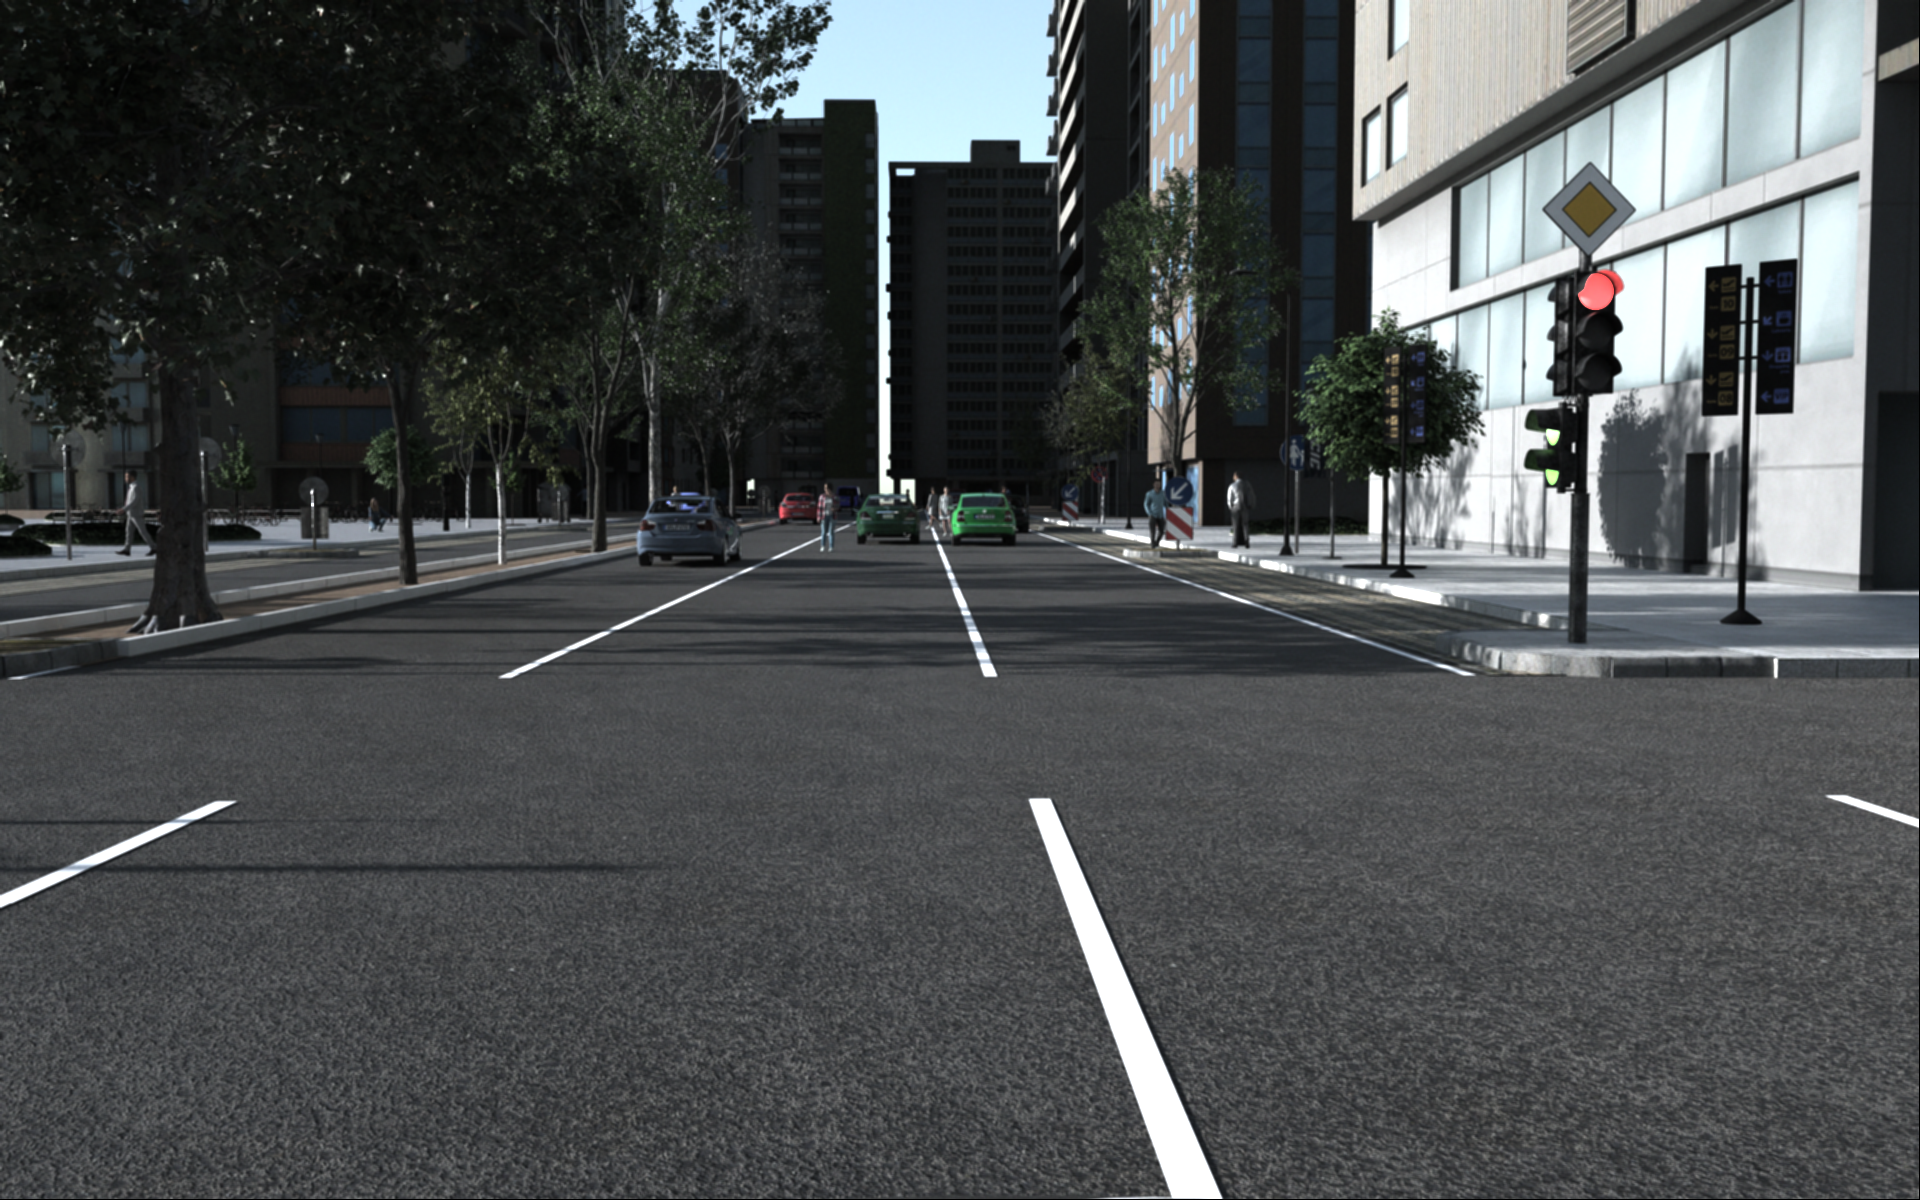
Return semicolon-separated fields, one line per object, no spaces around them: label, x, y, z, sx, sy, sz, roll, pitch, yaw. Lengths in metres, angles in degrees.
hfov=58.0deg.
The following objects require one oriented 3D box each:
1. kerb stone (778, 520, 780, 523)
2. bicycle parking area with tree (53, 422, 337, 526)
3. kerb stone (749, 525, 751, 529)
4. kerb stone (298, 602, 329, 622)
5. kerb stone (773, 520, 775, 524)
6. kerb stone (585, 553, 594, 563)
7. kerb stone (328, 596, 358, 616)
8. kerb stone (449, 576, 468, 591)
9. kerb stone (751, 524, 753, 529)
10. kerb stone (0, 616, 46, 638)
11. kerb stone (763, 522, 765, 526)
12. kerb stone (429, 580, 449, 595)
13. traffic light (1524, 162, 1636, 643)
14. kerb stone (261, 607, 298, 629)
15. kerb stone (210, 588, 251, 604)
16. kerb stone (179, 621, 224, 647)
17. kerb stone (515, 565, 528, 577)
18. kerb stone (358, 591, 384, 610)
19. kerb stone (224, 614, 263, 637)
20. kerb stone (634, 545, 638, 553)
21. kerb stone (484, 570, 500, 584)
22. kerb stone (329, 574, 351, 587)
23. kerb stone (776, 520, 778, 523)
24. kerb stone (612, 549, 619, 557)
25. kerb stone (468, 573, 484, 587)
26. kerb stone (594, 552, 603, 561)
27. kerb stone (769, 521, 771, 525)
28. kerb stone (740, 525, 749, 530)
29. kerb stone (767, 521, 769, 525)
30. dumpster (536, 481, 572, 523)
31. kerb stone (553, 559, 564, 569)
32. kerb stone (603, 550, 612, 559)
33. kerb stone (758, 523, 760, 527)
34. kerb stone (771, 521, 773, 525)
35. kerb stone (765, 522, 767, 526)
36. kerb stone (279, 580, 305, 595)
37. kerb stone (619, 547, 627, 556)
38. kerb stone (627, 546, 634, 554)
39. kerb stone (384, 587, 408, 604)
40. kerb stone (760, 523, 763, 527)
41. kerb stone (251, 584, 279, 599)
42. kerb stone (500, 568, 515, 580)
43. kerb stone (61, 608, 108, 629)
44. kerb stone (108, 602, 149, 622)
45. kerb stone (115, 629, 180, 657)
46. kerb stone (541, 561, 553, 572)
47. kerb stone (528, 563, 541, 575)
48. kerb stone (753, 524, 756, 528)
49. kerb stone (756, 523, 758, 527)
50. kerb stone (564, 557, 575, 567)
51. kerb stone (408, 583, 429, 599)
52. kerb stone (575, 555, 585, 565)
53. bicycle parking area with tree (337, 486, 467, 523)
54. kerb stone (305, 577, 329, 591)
kerb stone;-8.997;-3.805;84.405;0.120;0.150;1.000;0;4;-1
bicycle parking area with tree;-31.255;-5.040;69.401;9.016;4.147;8.231;3;5;41
kerb stone;-8.662;-2.928;70.066;0.120;0.150;1.000;0;4;-1
kerb stone;-7.471;0.146;19.800;0.120;0.150;1.000;0;4;-1
kerb stone;-8.926;-3.617;81.332;0.120;0.150;1.000;0;4;-1
kerb stone;-7.866;-0.852;36.230;0.120;0.150;1.000;0;4;-1
kerb stone;-7.497;0.086;20.822;0.120;0.150;1.000;0;4;-1
kerb stone;-7.608;-0.226;25.950;0.120;0.150;1.000;0;4;-1
kerb stone;-8.688;-2.990;71.088;0.120;0.150;1.000;0;4;-1
kerb stone;-9.521;0.275;17.700;0.120;0.150;1.000;0;4;-1
kerb stone;-8.808;-3.303;76.200;0.120;0.150;1.000;0;4;-1
kerb stone;-7.595;-0.167;24.927;0.120;0.150;1.000;0;4;-1
traffic light;5.314;-1.586;14.847;0.839;4.253;0.868;0;4;-1
kerb stone;-7.445;0.209;18.772;0.120;0.150;1.000;0;4;-1
kerb stone;-9.641;-0.038;22.844;0.120;0.150;1.000;0;4;-1
kerb stone;-7.395;0.334;16.728;0.120;0.150;1.000;0;4;-1
kerb stone;-7.708;-0.481;30.053;0.120;0.150;1.000;0;4;-1
kerb stone;-7.515;0.021;21.848;0.120;0.150;1.000;0;4;-1
kerb stone;-7.419;0.273;17.750;0.120;0.150;1.000;0;4;-1
kerb stone;-8.010;-1.229;42.367;0.120;0.150;1.000;0;4;-1
kerb stone;-7.670;-0.355;28.007;0.120;0.150;1.000;0;4;-1
kerb stone;-9.736;-0.290;26.938;0.120;0.150;1.000;0;4;-1
kerb stone;-8.975;-3.742;83.383;0.120;0.150;1.000;0;4;-1
kerb stone;-7.937;-1.040;39.298;0.120;0.150;1.000;0;4;-1
kerb stone;-7.639;-0.289;26.982;0.120;0.150;1.000;0;4;-1
kerb stone;-7.885;-0.921;37.252;0.120;0.150;1.000;0;4;-1
kerb stone;-8.870;-3.490;79.275;0.120;0.150;1.000;0;4;-1
kerb stone;-8.629;-2.864;69.041;0.120;0.150;1.000;0;4;-1
kerb stone;-8.848;-3.428;78.251;0.120;0.150;1.000;0;4;-1
dumpster;-18.111;-4.371;77.230;1.264;1.857;1.865;0;4;-1
kerb stone;-7.791;-0.669;33.139;0.120;0.150;1.000;0;4;-1
kerb stone;-7.905;-0.971;38.274;0.120;0.150;1.000;0;4;-1
kerb stone;-8.758;-3.178;74.156;0.120;0.150;1.000;0;4;-1
kerb stone;-8.903;-3.554;80.303;0.120;0.150;1.000;0;4;-1
kerb stone;-8.829;-3.364;77.222;0.120;0.150;1.000;0;4;-1
kerb stone;-9.689;-0.165;24.892;0.120;0.150;1.000;0;4;-1
kerb stone;-7.955;-1.101;40.321;0.120;0.150;1.000;0;4;-1
kerb stone;-7.985;-1.171;41.342;0.120;0.150;1.000;0;4;-1
kerb stone;-7.543;-0.042;22.883;0.120;0.150;1.000;0;4;-1
kerb stone;-8.778;-3.241;75.178;0.120;0.150;1.000;0;4;-1
kerb stone;-9.665;-0.102;23.870;0.120;0.150;1.000;0;4;-1
kerb stone;-7.687;-0.415;29.029;0.120;0.150;1.000;0;4;-1
kerb stone;-9.547;0.213;18.737;0.120;0.150;1.000;0;4;-1
kerb stone;-9.572;0.149;19.764;0.120;0.150;1.000;0;4;-1
kerb stone;-7.369;0.397;15.706;0.120;0.150;1.000;0;4;-1
kerb stone;-7.763;-0.602;32.108;0.120;0.150;1.000;0;4;-1
kerb stone;-7.736;-0.543;31.075;0.120;0.150;1.000;0;4;-1
kerb stone;-8.705;-3.050;72.112;0.120;0.150;1.000;0;4;-1
kerb stone;-8.737;-3.115;73.134;0.120;0.150;1.000;0;4;-1
kerb stone;-7.807;-0.732;34.172;0.120;0.150;1.000;0;4;-1
kerb stone;-7.569;-0.104;23.905;0.120;0.150;1.000;0;4;-1
kerb stone;-7.828;-0.795;35.195;0.120;0.150;1.000;0;4;-1
bicycle parking area with tree;-28.370;-5.735;80.763;9.016;4.147;8.231;-3;5;-42
kerb stone;-9.715;-0.227;25.913;0.120;0.150;1.000;0;4;-1
